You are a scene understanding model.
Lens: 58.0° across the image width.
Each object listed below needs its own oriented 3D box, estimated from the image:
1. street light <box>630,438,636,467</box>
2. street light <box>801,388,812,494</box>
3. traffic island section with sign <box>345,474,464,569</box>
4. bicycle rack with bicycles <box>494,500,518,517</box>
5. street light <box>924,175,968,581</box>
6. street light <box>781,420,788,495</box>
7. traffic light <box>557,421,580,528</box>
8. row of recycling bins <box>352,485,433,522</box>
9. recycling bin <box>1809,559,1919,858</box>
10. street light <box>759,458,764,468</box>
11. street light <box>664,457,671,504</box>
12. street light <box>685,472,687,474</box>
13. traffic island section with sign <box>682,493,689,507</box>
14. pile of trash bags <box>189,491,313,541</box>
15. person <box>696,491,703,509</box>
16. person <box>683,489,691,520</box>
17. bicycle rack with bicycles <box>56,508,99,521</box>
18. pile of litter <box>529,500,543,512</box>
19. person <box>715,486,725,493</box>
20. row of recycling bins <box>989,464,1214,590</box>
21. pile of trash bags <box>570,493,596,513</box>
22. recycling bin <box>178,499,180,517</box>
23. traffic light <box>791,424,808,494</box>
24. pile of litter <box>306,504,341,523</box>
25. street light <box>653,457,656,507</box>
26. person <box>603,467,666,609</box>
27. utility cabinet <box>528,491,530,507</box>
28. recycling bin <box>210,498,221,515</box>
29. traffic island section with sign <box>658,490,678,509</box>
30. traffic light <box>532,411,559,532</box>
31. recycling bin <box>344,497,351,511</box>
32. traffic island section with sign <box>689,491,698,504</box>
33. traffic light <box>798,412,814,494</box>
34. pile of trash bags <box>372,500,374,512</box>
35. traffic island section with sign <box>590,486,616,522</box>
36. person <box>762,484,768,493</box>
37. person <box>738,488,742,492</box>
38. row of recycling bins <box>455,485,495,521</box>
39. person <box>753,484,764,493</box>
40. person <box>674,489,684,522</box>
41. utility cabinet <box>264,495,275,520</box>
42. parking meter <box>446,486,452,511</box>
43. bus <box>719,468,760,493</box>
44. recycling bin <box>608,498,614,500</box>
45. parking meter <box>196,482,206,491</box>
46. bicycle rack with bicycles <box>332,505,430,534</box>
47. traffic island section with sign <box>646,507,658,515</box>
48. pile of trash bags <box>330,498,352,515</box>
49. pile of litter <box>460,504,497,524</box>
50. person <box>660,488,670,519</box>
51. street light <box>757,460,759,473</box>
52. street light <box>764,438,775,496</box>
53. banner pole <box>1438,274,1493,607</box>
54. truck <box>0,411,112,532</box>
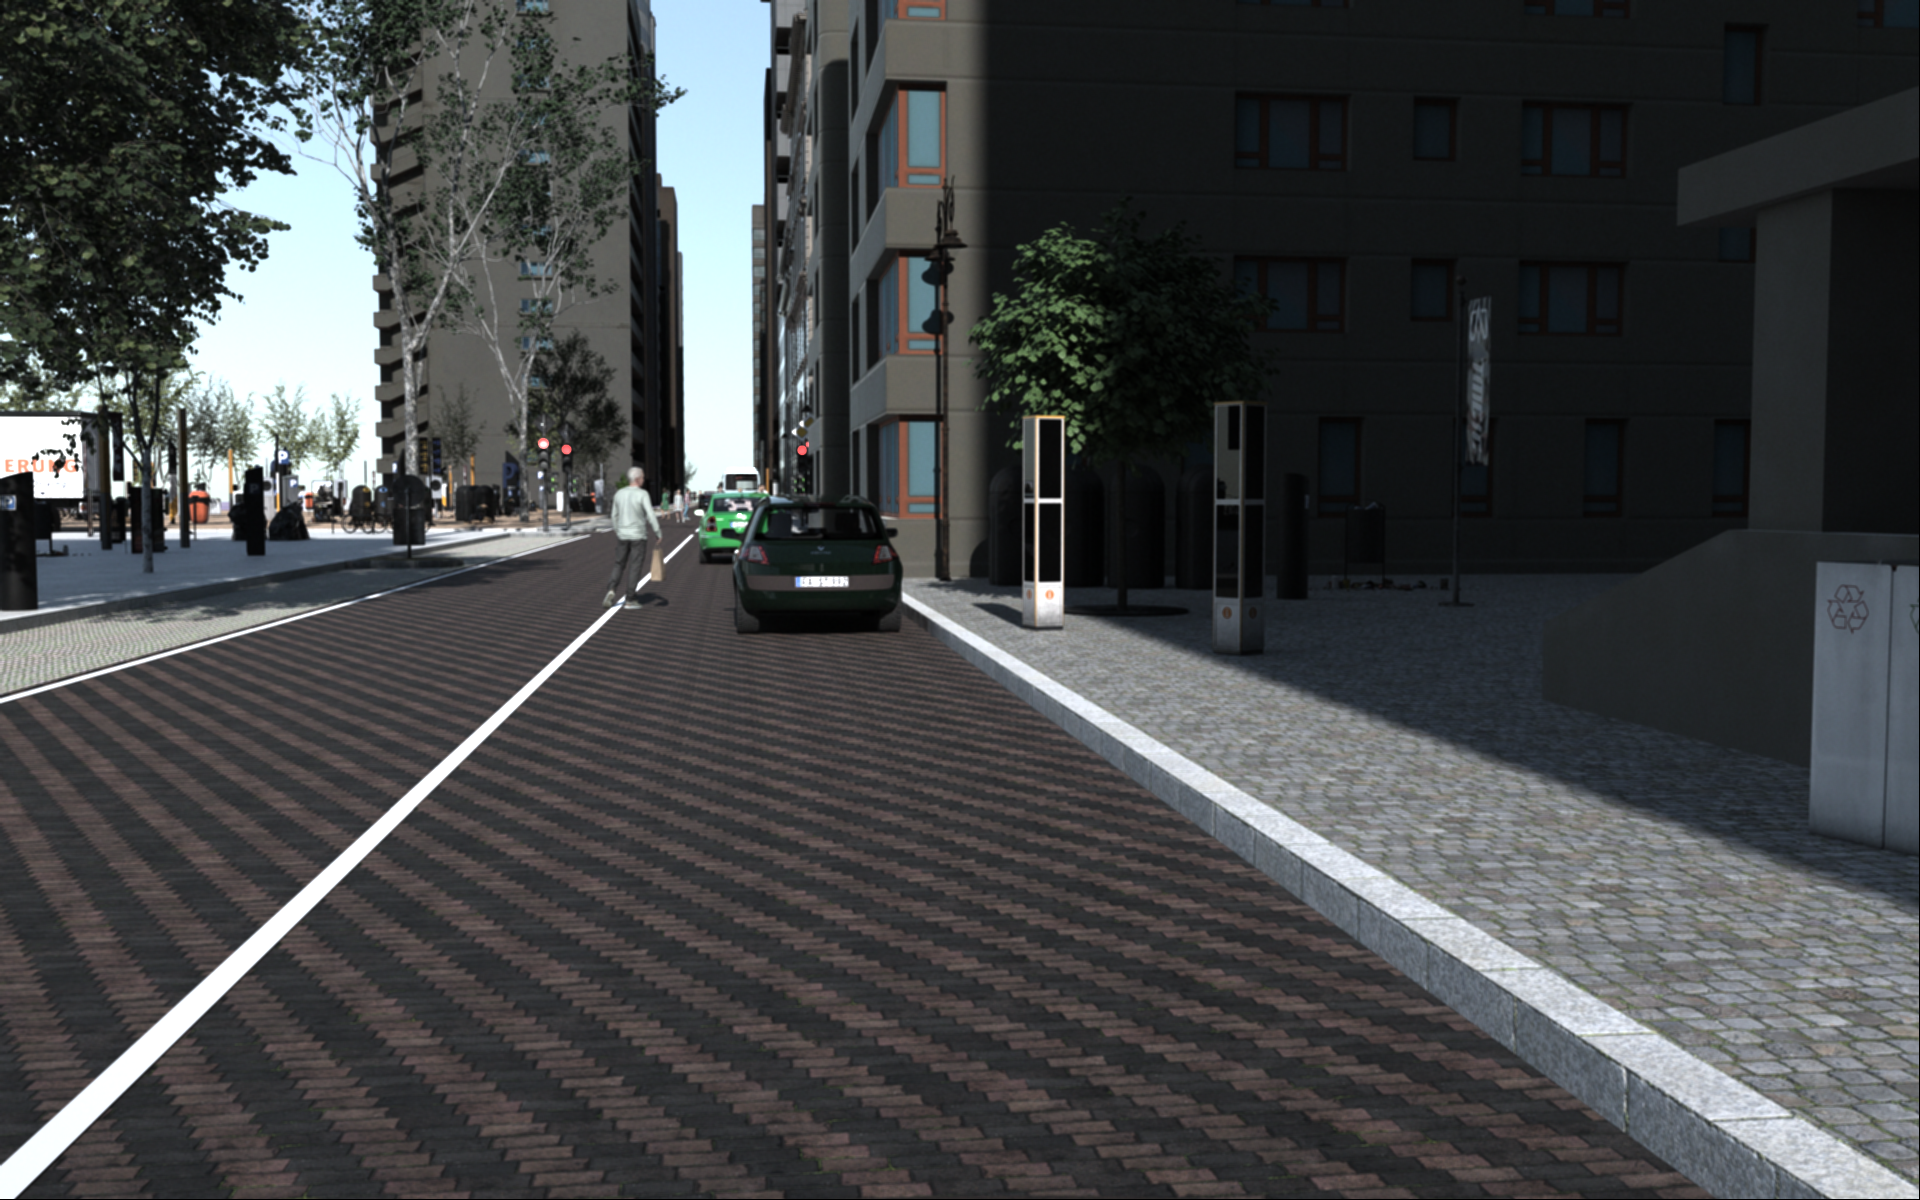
[{"bbox_3d":[-26.976,-10.403,142.879,0.468,5.910,1.993,0,4,-7],"label":"street light"},{"bbox_3d":[-6.561,-6.188,73.969,0.468,5.910,1.993,0,4,-7],"label":"street light"},{"bbox_3d":[-10.866,-1.555,34.048,1.989,1.847,2.006,0,4,-7],"label":"traffic island section with sign"},{"bbox_3d":[-26.636,-5.184,98.135,2.852,0.926,2.925,-2,4,-34],"label":"bicycle rack with bicycles"},{"bbox_3d":[-0.214,-3.224,25.494,0.468,5.910,1.993,0,4,-7],"label":"street light"},{"bbox_3d":[-10.937,-8.273,108.054,0.468,5.910,1.993,0,4,-7],"label":"street light"},{"bbox_3d":[-15.010,-4.735,66.335,0.839,4.253,0.868,0,4,-7],"label":"traffic light"},{"bbox_3d":[-26.356,-4.483,80.408,3.534,1.692,1.069,-1,4,-22],"label":"row of recycling bins"},{"bbox_3d":[3.664,0.380,6.347,0.722,1.027,0.722,-1,4,-23],"label":"recycling bin"},{"bbox_3d":[-20.704,-12.871,183.224,0.468,5.910,1.993,0,4,-7],"label":"street light"},{"bbox_3d":[-35.898,-14.581,211.184,0.468,5.910,1.993,0,4,-7],"label":"street light"},{"bbox_3d":[-46.458,-19.624,293.638,0.468,5.910,1.993,0,4,-7],"label":"street light"},{"bbox_3d":[-31.259,-11.190,191.591,1.989,1.847,2.006,0,4,-7],"label":"traffic island section with sign"},{"bbox_3d":[-19.954,-2.367,48.451,3.447,1.369,1.912,0,4,6],"label":"pile of trash bags"},{"bbox_3d":[-25.809,-9.930,171.382,0.750,1.759,0.617,-2,4,-34],"label":"person"},{"bbox_3d":[-15.402,-5.392,97.493,0.643,1.720,0.563,-2,4,-24],"label":"person"},{"bbox_3d":[-43.114,-4.303,83.730,2.925,0.926,2.852,-1,4,-19],"label":"bicycle rack with bicycles"},{"bbox_3d":[-30.733,-6.824,125.542,1.176,0.858,1.719,0,4,1],"label":"pile of litter"},{"bbox_3d":[-11.712,-4.706,85.244,0.655,1.846,0.447,-3,4,-39],"label":"person"},{"bbox_3d":[2.060,-1.032,23.978,3.534,1.692,1.069,1,4,21],"label":"row of recycling bins"},{"bbox_3d":[-25.691,-6.647,118.426,1.912,1.369,3.447,1,4,14],"label":"pile of trash bags"},{"bbox_3d":[-44.107,-5.278,98.853,0.722,1.027,0.722,1,4,14],"label":"recycling bin"},{"bbox_3d":[-6.175,-4.806,67.491,0.839,4.253,0.868,0,4,-7],"label":"traffic light"},{"bbox_3d":[-28.524,-3.873,77.289,1.719,0.858,1.176,1,4,22],"label":"pile of litter"},{"bbox_3d":[-31.290,-12.463,176.564,0.468,5.910,1.993,0,4,-7],"label":"street light"},{"bbox_3d":[-4.039,-0.774,21.633,0.782,1.767,0.515,1,4,22],"label":"person"},{"bbox_3d":[-35.179,-7.986,139.257,1.173,1.500,0.318,1,4,16],"label":"utility cabinet"},{"bbox_3d":[-46.424,-5.817,107.669,0.722,1.027,0.722,-3,5,-40],"label":"recycling bin"},{"bbox_3d":[-27.800,-9.555,164.858,1.989,1.847,2.006,0,4,-7],"label":"traffic island section with sign"},{"bbox_3d":[-13.985,-4.250,58.416,0.839,4.253,0.868,0,4,-7],"label":"traffic light"},{"bbox_3d":[-48.033,-7.512,135.371,0.722,1.027,0.722,-3,4,-38],"label":"recycling bin"},{"bbox_3d":[-38.429,-14.576,246.946,1.989,1.847,2.006,0,4,-7],"label":"traffic island section with sign"},{"bbox_3d":[-5.149,-4.321,59.572,0.839,4.253,0.868,0,4,-7],"label":"traffic light"},{"bbox_3d":[-44.215,-7.217,127.744,3.447,1.369,1.912,0,4,6],"label":"pile of trash bags"},{"bbox_3d":[-17.997,-4.927,89.181,1.989,1.847,2.006,0,4,-7],"label":"traffic island section with sign"},{"bbox_3d":[-8.197,-3.883,72.085,0.679,1.850,0.850,3,4,37],"label":"person"},{"bbox_3d":[-12.743,-5.607,100.533,0.624,1.780,0.694,2,4,32],"label":"person"},{"bbox_3d":[-22.980,-4.573,81.880,1.069,1.692,3.534,-2,4,-35],"label":"row of recycling bins"},{"bbox_3d":[-8.029,-3.709,69.113,0.622,1.834,0.822,-3,5,-44],"label":"person"},{"bbox_3d":[-14.372,-4.833,88.528,0.512,1.701,0.522,-1,4,-20],"label":"person"},{"bbox_3d":[-34.765,-4.631,86.882,1.020,1.237,0.306,3,5,40],"label":"utility cabinet"},{"bbox_3d":[-39.129,-7.758,132.549,0.255,1.863,0.399,1,4,21],"label":"parking meter"},{"bbox_3d":[-16.383,-8.192,128.799,2.948,3.499,13.247,-1,4,-8],"label":"bus"},{"bbox_3d":[-26.060,-7.198,130.247,0.722,1.027,0.722,-1,4,-13],"label":"recycling bin"},{"bbox_3d":[-38.107,-4.972,87.005,0.399,1.863,0.255,1,4,13],"label":"parking meter"},{"bbox_3d":[-19.256,-2.654,56.767,2.925,0.926,2.852,2,4,27],"label":"bicycle rack with bicycles"},{"bbox_3d":[-21.467,-6.562,115.913,1.989,1.847,2.006,0,4,-7],"label":"traffic island section with sign"},{"bbox_3d":[-36.781,-5.633,101.848,3.447,1.369,1.912,0,4,-5],"label":"pile of trash bags"},{"bbox_3d":[-20.436,-3.668,73.942,1.719,0.858,1.176,1,4,16],"label":"pile of litter"},{"bbox_3d":[-16.805,-5.502,98.710,0.529,1.795,0.600,1,4,9],"label":"person"},{"bbox_3d":[-25.075,-14.960,217.381,0.468,5.910,1.993,0,4,-7],"label":"street light"},{"bbox_3d":[-16.439,-10.810,149.533,0.468,5.910,1.993,0,4,-7],"label":"street light"},{"bbox_3d":[5.757,-1.807,19.568,0.401,3.779,0.863,-1,4,-14],"label":"banner pole"},{"bbox_3d":[-35.309,-4.298,59.183,11.283,4.237,2.839,0,4,-5],"label":"truck"}]
